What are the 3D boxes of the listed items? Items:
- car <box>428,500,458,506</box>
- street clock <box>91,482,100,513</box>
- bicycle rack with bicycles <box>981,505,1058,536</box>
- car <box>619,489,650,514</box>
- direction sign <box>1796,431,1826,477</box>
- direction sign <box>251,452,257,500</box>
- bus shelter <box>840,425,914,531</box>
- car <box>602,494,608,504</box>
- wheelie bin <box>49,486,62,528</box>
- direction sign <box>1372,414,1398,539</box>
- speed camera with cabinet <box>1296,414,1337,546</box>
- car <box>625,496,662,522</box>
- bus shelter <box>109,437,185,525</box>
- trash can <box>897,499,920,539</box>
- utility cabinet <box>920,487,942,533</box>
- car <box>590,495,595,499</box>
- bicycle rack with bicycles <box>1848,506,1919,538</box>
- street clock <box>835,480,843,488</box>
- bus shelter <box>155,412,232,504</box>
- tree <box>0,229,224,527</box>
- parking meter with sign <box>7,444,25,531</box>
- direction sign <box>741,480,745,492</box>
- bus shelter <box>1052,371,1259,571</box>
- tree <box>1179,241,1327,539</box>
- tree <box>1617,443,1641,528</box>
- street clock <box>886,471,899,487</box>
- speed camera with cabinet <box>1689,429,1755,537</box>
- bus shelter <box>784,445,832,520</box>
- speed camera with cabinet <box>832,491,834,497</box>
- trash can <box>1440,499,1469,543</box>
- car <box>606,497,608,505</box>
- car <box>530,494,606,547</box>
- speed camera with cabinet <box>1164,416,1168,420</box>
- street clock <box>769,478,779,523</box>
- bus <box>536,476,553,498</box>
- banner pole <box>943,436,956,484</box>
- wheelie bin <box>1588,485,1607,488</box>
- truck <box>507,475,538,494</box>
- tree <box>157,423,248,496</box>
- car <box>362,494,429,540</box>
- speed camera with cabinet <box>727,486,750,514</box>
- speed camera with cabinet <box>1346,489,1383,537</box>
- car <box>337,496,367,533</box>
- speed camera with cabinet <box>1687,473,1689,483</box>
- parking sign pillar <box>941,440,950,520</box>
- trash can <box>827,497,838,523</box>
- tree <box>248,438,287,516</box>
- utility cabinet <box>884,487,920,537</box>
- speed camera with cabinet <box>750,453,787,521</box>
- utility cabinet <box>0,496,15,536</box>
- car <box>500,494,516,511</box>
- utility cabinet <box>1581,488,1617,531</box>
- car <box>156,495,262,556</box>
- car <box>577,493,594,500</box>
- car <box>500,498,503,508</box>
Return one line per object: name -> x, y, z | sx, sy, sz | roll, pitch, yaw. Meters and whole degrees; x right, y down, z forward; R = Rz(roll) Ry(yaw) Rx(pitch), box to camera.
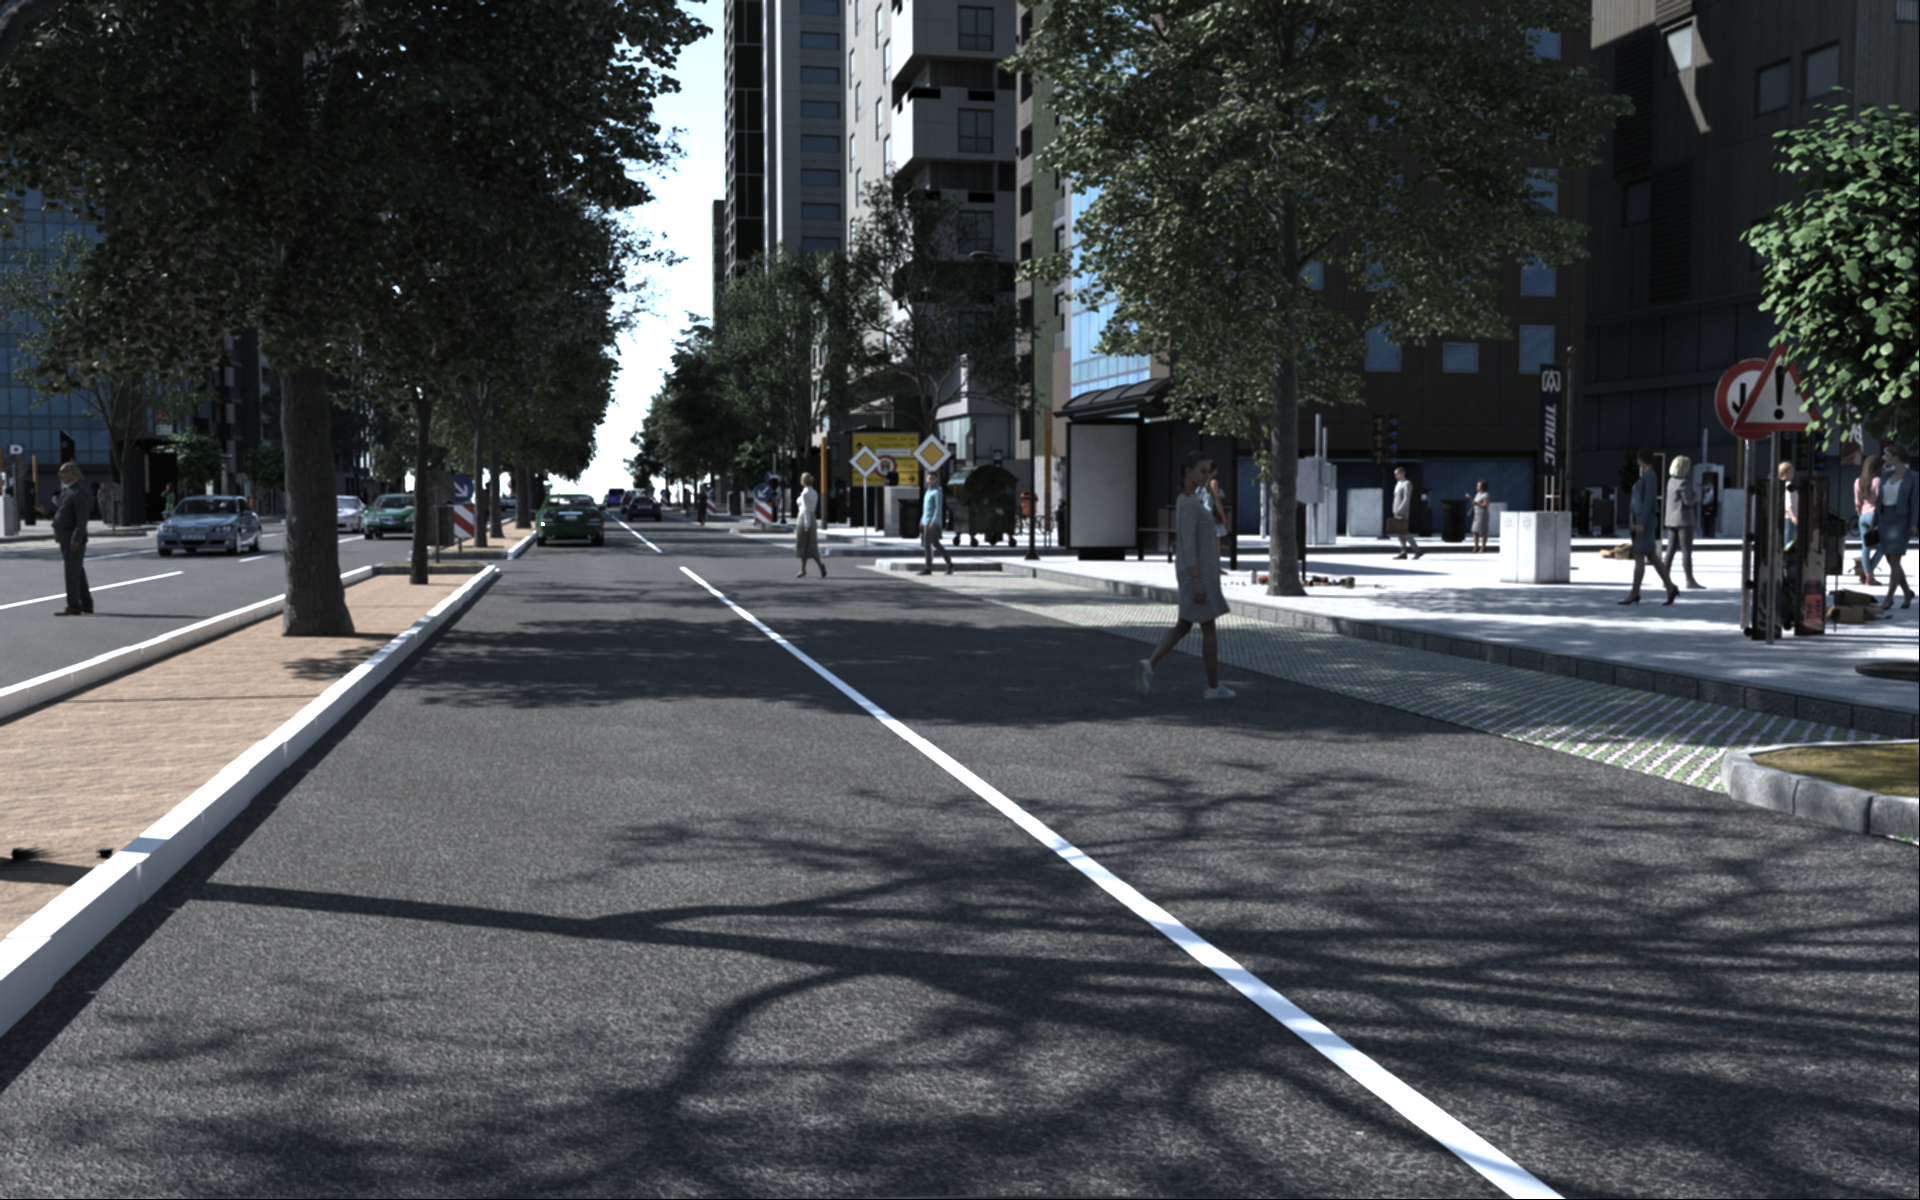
car -> -21.212, -3.579, 70.515 | 2.014, 1.417, 4.499 | -1, 4, -10
street clock -> -51.980, -6.091, 104.150 | 0.471, 2.002, 0.358 | -2, 4, -26
bicycle rack with bicycles -> 1.896, -2.491, 54.104 | 2.852, 0.926, 2.925 | -3, 5, -42
car -> -23.719, -7.206, 126.485 | 2.281, 1.827, 5.304 | -1, 4, -13
direction sign -> 28.120, -3.993, 57.284 | 0.876, 3.537, 0.379 | 1, 4, 14
direction sign -> -38.522, -6.273, 94.568 | 0.379, 3.537, 0.876 | 0, 4, -6
bus shelter -> -3.015, -4.355, 62.481 | 1.731, 3.624, 6.357 | -1, 4, -12
car -> -50.514, -14.531, 249.373 | 2.131, 1.459, 4.920 | -1, 4, -14
wheelie bin -> -33.428, -3.462, 64.510 | 0.693, 1.594, 0.980 | -1, 4, -9
direction sign -> 12.068, -3.501, 49.241 | 0.876, 3.537, 0.379 | -2, 4, -26
speed camera with cabinet -> 8.987, -3.014, 43.610 | 0.660, 3.252, 2.038 | 2, 4, 25
car -> -16.615, -4.801, 91.070 | 1.945, 1.354, 3.894 | -1, 4, -11
bus shelter -> -34.938, -5.099, 74.655 | 1.731, 3.624, 6.357 | -1, 4, -12
trash can -> -1.451, -2.337, 49.864 | 0.748, 1.137, 0.748 | 0, 3, 0
utility cabinet -> -1.180, -2.906, 56.188 | 1.173, 1.500, 0.318 | 0, 4, -7
car -> -43.537, -11.573, 201.577 | 2.083, 1.381, 4.827 | -1, 4, -13
bicycle rack with bicycles -> 28.329, -2.324, 51.379 | 2.852, 0.926, 2.925 | -1, 4, -12
street clock -> -6.133, -5.131, 88.470 | 0.471, 2.002, 0.358 | -3, 4, -37
bus shelter -> -38.694, -6.709, 87.323 | 2.179, 5.291, 8.768 | -1, 4, -12
tree -> -32.799, -8.667, 67.464 | 9.928, 11.665, 9.643 | 0, 3, 0
parking meter with sign -> -33.378, -3.956, 60.938 | 0.543, 3.016, 1.738 | -3, 5, -41
direction sign -> -14.544, -7.551, 115.464 | 0.379, 3.537, 0.876 | 3, 5, 43
bus shelter -> 3.363, -2.279, 31.177 | 2.014, 3.302, 5.546 | -1, 4, -12
tree -> 8.446, -6.050, 49.273 | 4.737, 8.622, 4.395 | 0, 3, 0
tree -> 25.206, -4.297, 64.862 | 1.663, 3.219, 1.824 | 0, 3, 0
street clock -> -2.127, -3.072, 54.794 | 0.358, 2.002, 0.471 | -2, 4, -27
speed camera with cabinet -> 23.054, -3.524, 51.958 | 0.660, 3.252, 2.038 | -2, 4, -30
bus shelter -> -7.556, -5.796, 86.041 | 1.731, 3.624, 6.357 | -1, 4, -12
speed camera with cabinet -> -7.927, -6.116, 94.336 | 2.038, 3.252, 0.660 | 1, 4, 8
trash can -> 13.079, -2.094, 45.884 | 0.748, 1.137, 0.748 | 0, 3, 0
car -> -43.394, -12.744, 217.162 | 1.959, 1.807, 4.718 | -1, 4, -14
car -> -11.011, -2.261, 48.768 | 2.131, 1.459, 4.920 | -1, 4, -14
speed camera with cabinet -> 5.641, -3.017, 43.660 | 2.038, 3.252, 0.660 | -2, 4, -29
street clock -> -8.382, -4.500, 78.143 | 0.358, 2.002, 0.471 | -3, 5, -41
bus -> -57.614, -15.124, 238.819 | 2.896, 3.916, 12.252 | -1, 4, -11
banner pole -> -0.488, -5.169, 74.525 | 0.863, 3.779, 0.401 | -2, 4, -32
wheelie bin -> 22.991, -3.342, 62.542 | 0.980, 1.594, 0.693 | 1, 4, 17
truck -> -42.476, -10.977, 168.391 | 2.839, 4.237, 11.283 | -1, 4, -14
tree -> -35.687, -5.910, 80.334 | 4.285, 4.588, 4.351 | 0, 3, 0
car -> -18.195, -2.713, 56.163 | 2.131, 1.459, 4.920 | -1, 4, -13
speed camera with cabinet -> -13.967, -7.179, 111.719 | 2.038, 3.252, 0.660 | 1, 4, 16
speed camera with cabinet -> 11.557, -3.510, 51.722 | 2.038, 3.252, 0.660 | 0, 4, 4
car -> -23.105, -3.181, 64.375 | 2.083, 1.381, 4.827 | -1, 4, -13
speed camera with cabinet -> 25.916, -3.963, 59.125 | 2.038, 3.252, 0.660 | 0, 4, -5
parking sign pillar -> -0.706, -6.037, 87.170 | 1.447, 3.967, 1.447 | 0, 4, 6
trash can -> -5.654, -3.925, 75.831 | 0.748, 1.137, 0.748 | 0, 3, 0
tree -> -40.256, -7.199, 101.411 | 4.285, 4.588, 4.351 | 0, 3, 0
utility cabinet -> -1.757, -2.627, 51.626 | 0.318, 1.500, 1.173 | 3, 5, 39
speed camera with cabinet -> -9.099, -5.430, 83.115 | 0.660, 3.252, 2.038 | 2, 4, 27
utility cabinet -> -29.373, -2.578, 53.313 | 0.306, 1.237, 1.020 | -3, 5, -40
car -> -37.426, -8.141, 144.907 | 2.131, 1.459, 4.920 | -1, 4, -12
utility cabinet -> 21.972, -3.115, 59.604 | 1.173, 1.500, 0.318 | -1, 4, -9
car -> -18.027, -1.819, 41.742 | 2.014, 1.417, 4.499 | -1, 4, -13
car -> -30.550, -7.987, 139.622 | 2.155, 1.783, 4.494 | -1, 4, -14
car -> -48.436, -10.254, 179.648 | 2.014, 1.417, 4.499 | -1, 4, -13
